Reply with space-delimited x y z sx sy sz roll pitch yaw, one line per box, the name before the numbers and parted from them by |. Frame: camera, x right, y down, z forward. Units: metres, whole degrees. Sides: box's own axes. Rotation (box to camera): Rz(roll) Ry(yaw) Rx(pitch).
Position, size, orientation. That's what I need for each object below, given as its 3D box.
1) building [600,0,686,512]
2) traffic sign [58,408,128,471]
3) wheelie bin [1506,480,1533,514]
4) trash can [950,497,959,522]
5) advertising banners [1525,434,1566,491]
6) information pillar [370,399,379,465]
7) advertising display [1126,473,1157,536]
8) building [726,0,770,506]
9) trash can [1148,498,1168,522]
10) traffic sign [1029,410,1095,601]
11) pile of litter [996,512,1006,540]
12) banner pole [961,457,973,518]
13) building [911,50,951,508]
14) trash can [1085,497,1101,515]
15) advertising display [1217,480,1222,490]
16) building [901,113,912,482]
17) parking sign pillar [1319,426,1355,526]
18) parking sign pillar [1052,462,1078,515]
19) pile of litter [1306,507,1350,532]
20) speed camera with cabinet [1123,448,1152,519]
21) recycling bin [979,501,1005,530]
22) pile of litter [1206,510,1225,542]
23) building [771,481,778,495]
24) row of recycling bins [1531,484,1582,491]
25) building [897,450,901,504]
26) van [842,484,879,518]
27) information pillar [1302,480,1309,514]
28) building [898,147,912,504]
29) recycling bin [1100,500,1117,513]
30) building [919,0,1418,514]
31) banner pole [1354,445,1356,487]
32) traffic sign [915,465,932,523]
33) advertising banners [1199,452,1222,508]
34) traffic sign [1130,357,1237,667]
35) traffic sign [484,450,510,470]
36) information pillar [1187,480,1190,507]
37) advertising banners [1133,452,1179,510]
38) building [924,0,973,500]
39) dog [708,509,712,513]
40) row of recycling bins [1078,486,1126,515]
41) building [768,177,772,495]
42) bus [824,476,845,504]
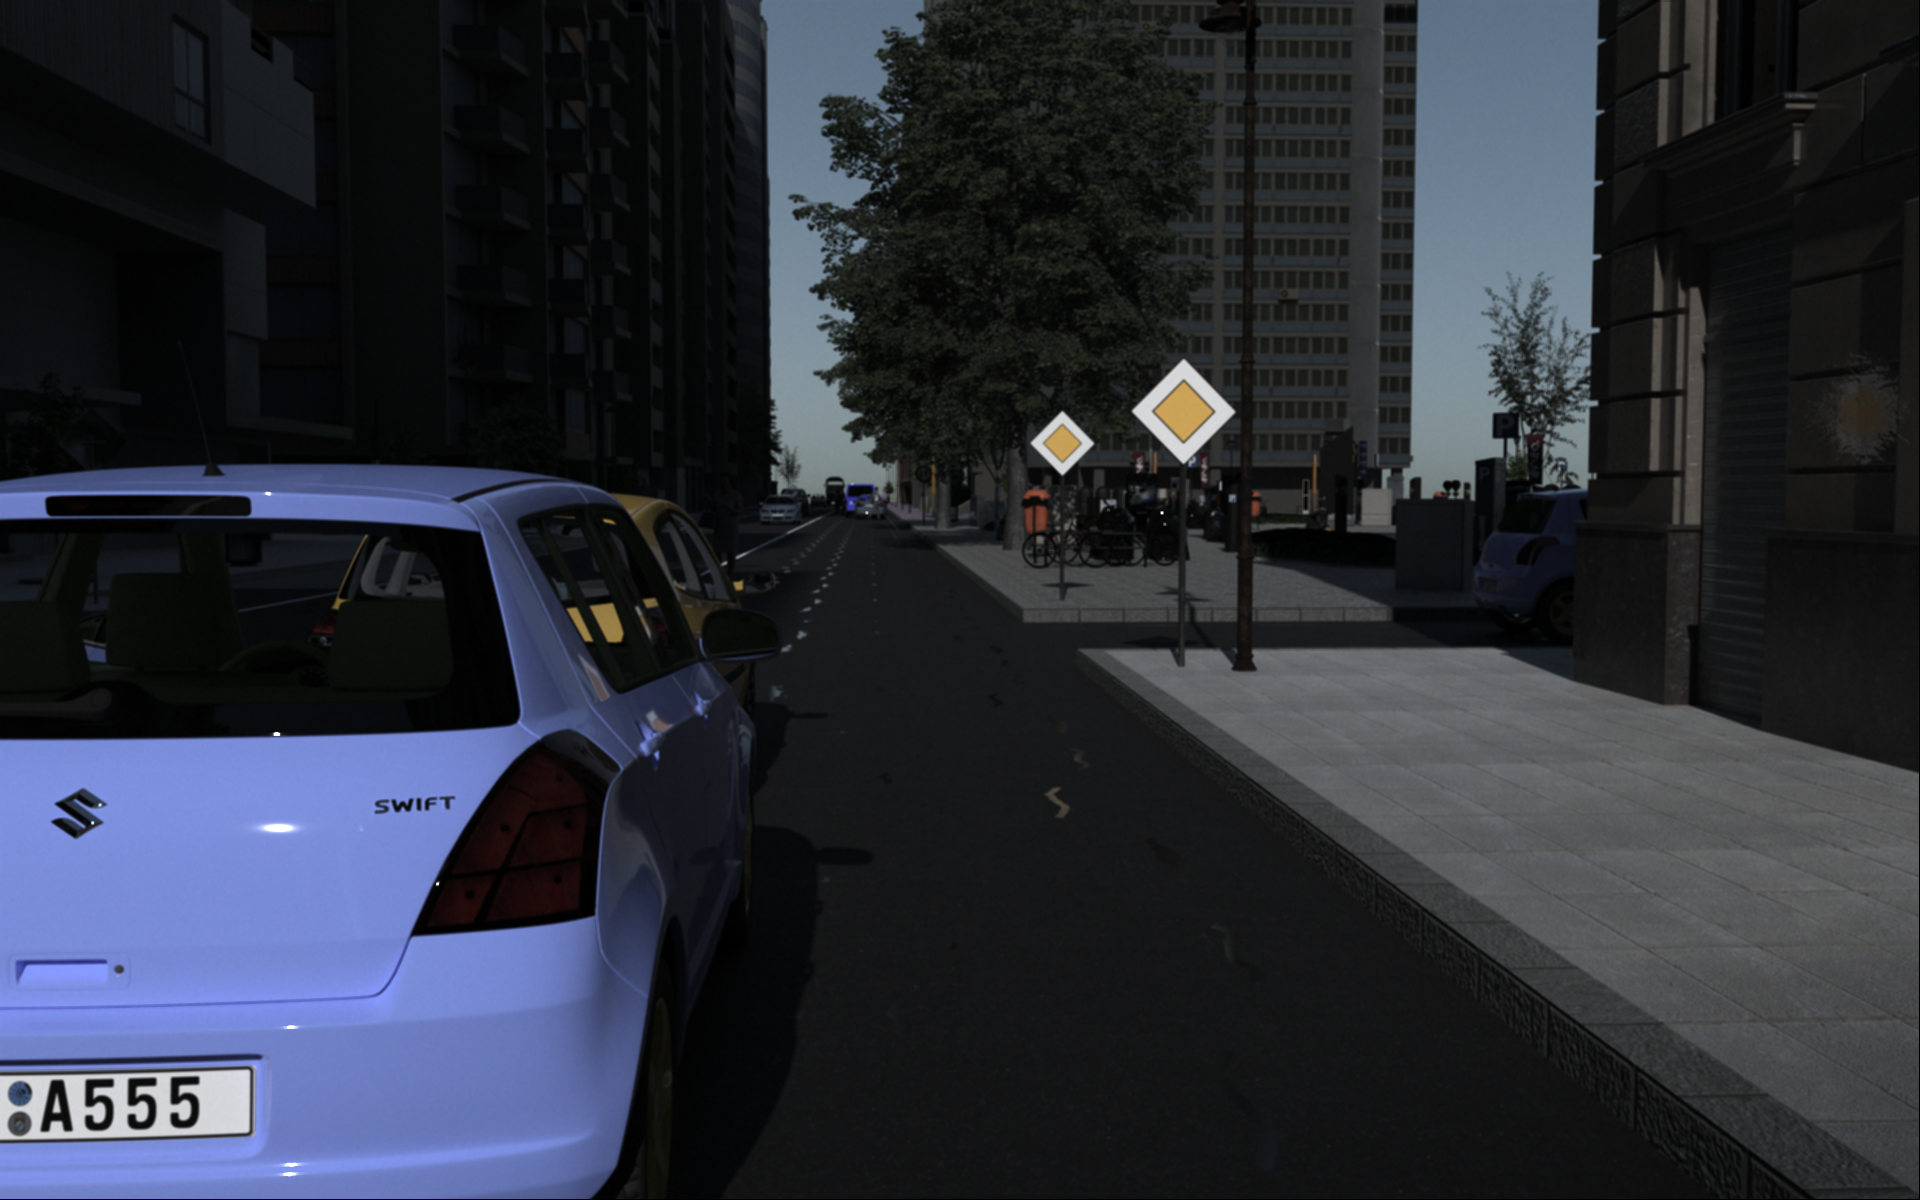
building | -24.113 -20.211 102.151 14.160 30.474 14.107 0 4 -3
traffic sign | -10.107 -1.013 20.211 0.795 2.450 0.064 0 4 -3
wheelie bin | 12.490 -1.894 38.867 0.980 1.594 0.693 1 4 12
trash can | -0.394 -4.189 80.148 0.748 1.137 0.748 0 3 0
advertising banners | 17.438 -3.307 50.262 2.074 3.025 0.090 2 4 28
information pillar | -14.417 -3.141 42.713 0.183 3.616 0.504 -2 4 -33
advertising display | 5.567 -2.930 53.118 0.974 1.923 0.123 -1 4 -18
building | -32.605 -39.757 192.027 21.231 58.520 28.212 0 4 -3
trash can | 6.950 -3.024 61.093 0.748 1.137 0.748 0 3 0
traffic sign | 1.222 -1.049 20.786 0.795 2.450 0.064 0 4 -3
pile of litter | 1.661 -2.107 48.414 1.176 0.858 1.719 3 5 41
banner pole | 0.421 -6.306 93.127 0.863 3.779 0.401 1 4 15
building | 2.407 -29.374 163.852 14.154 41.232 14.086 0 4 -3
trash can | 6.173 -4.194 80.219 0.748 1.137 0.748 0 3 0
advertising display | 12.407 -4.654 81.302 0.974 1.923 0.123 -3 5 -43
building | 4.444 -33.179 197.100 22.147 44.769 28.867 0 4 -3
parking sign pillar | 15.056 -4.938 69.207 1.447 3.967 1.447 2 4 26
parking sign pillar | 4.681 -5.427 77.204 1.447 3.967 1.447 -3 5 -42
pile of litter | 12.179 -2.659 57.439 1.719 0.858 1.176 -1 4 -11
speed camera with cabinet | 7.799 -4.956 75.366 0.660 3.252 2.038 -1 4 -22
recycling bin | 1.146 -3.003 61.648 0.722 1.027 0.722 -2 4 -24
pile of litter | 7.231 -2.019 46.972 1.176 0.858 1.719 2 4 32
building | -40.988 -33.062 232.445 32.217 40.220 23.993 0 4 -3
row of recycling bins | 24.036 -3.953 71.738 3.534 1.692 1.069 -1 4 -9
building | 5.242 -24.257 241.648 27.650 21.520 28.899 0 4 -3
van | -6.039 -6.174 105.324 2.240 2.365 5.245 0 4 -3
information pillar | 17.637 -5.134 88.425 0.304 2.012 0.304 0 4 4
building | -0.821 -34.798 219.064 14.600 45.320 14.200 0 4 -3
recycling bin | 6.740 -4.042 78.643 0.722 1.027 0.722 1 4 8
building | 13.519 -26.046 117.740 32.217 40.220 23.993 0 4 -3
banner pole | 17.399 -5.345 77.412 0.401 3.779 0.863 -3 5 -41
traffic sign | -1.589 -4.651 76.147 0.768 2.556 0.104 0 4 5
advertising banners | 10.717 -4.615 71.641 2.074 3.025 0.090 3 5 45
traffic sign | 1.643 -0.561 12.811 0.795 2.450 0.064 0 4 -3
traffic sign | -13.396 -3.060 50.139 0.768 2.556 0.104 0 4 -1
information pillar | 11.387 -5.070 87.389 0.304 2.012 0.304 2 4 31
advertising banners | 8.118 -4.597 71.355 2.074 3.025 0.090 1 4 22
building | 10.850 -33.868 142.987 28.713 52.752 27.495 0 4 -3
dog | -13.251 -4.548 91.195 0.513 0.831 0.800 -1 4 -21
row of recycling bins | 7.095 -5.134 91.052 3.534 1.692 1.069 0 4 7
building | -30.830 -32.428 213.786 14.154 41.232 14.086 0 4 -3
bus | -17.734 -15.542 245.653 2.896 3.916 12.252 0 4 -4
